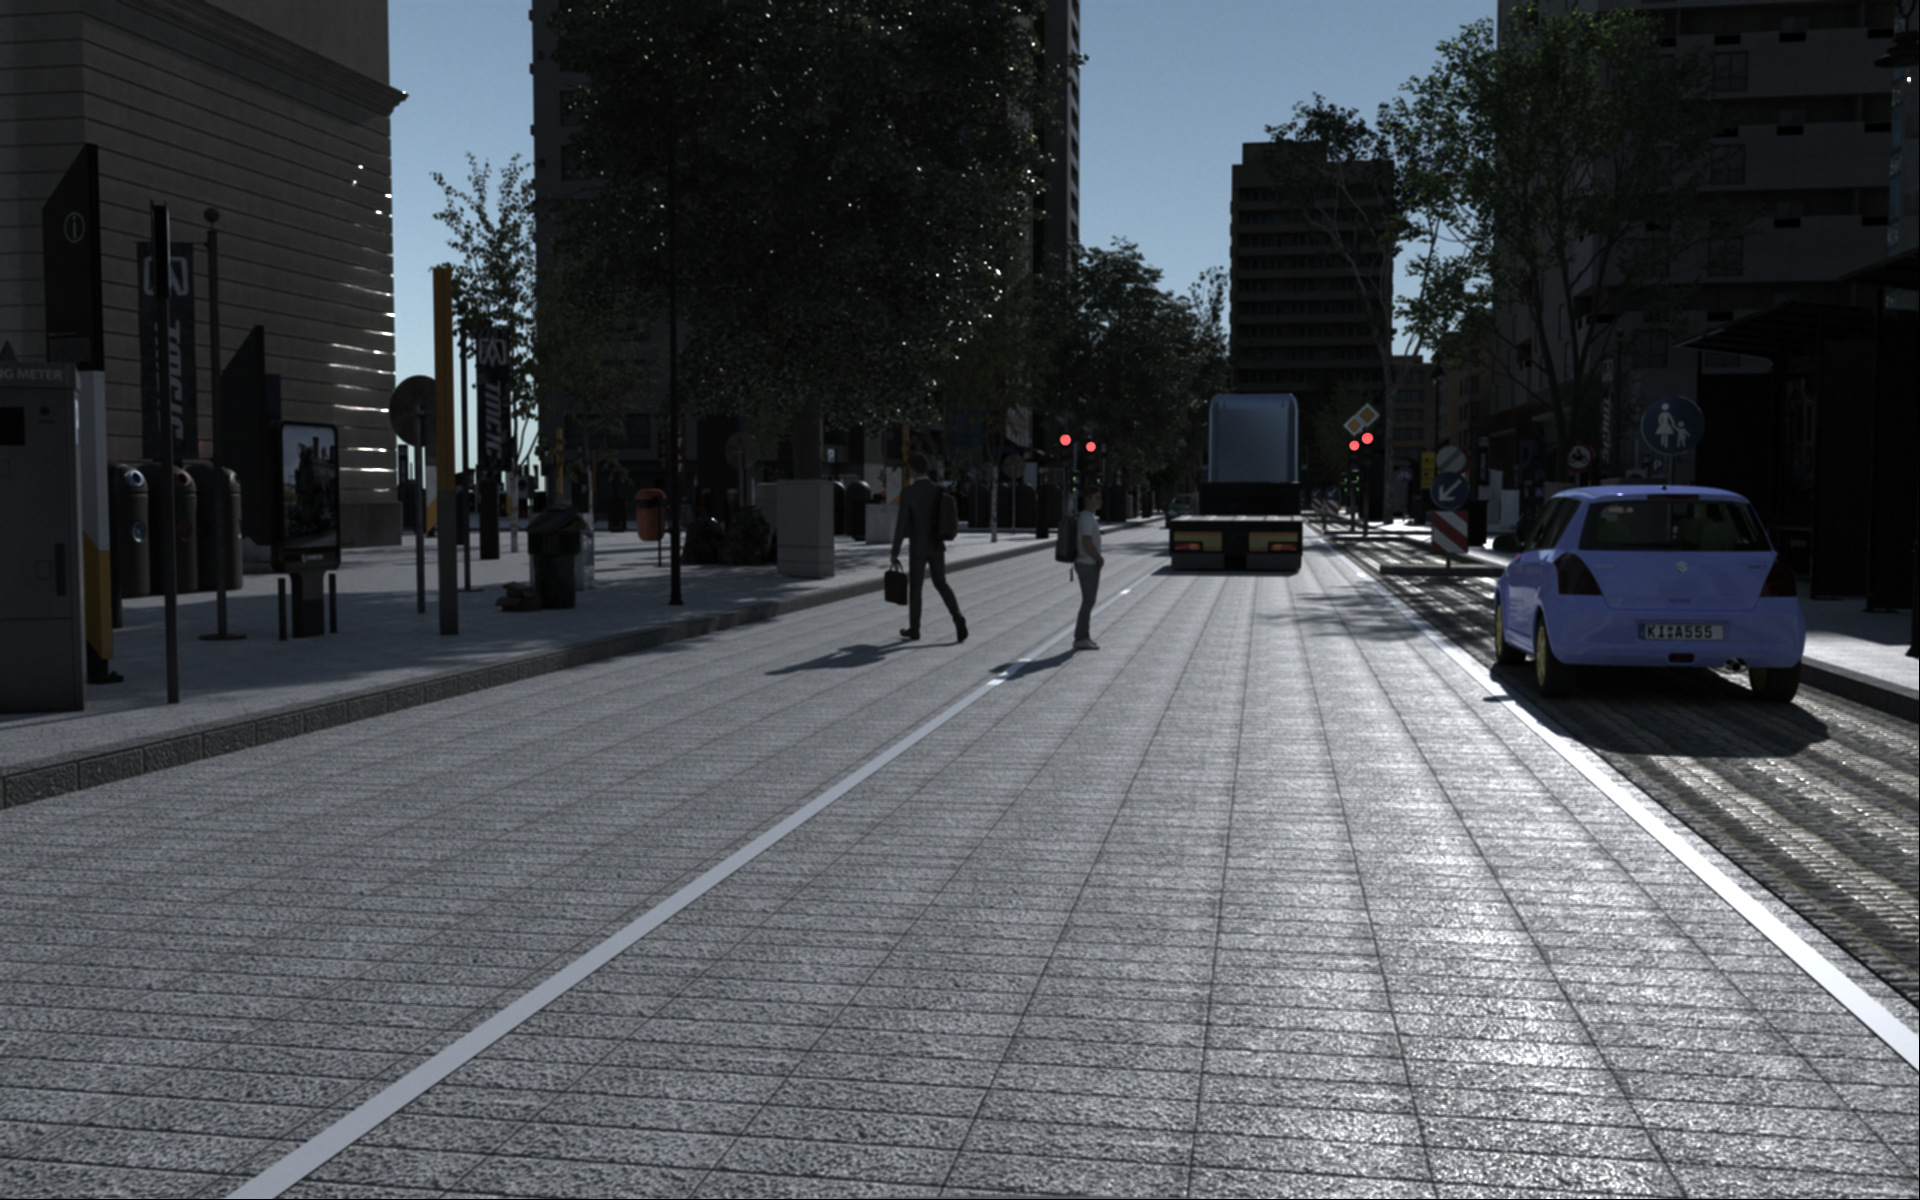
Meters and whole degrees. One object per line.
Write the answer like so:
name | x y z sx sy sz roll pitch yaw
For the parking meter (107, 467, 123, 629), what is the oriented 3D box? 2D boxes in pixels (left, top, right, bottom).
parking meter | -8.210 -0.495 16.508 0.372 1.533 0.369 0 3 0

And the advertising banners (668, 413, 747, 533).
advertising banners | -5.366 -2.466 36.513 2.074 3.025 0.090 2 4 29

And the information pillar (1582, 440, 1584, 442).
information pillar | 26.777 -5.095 74.652 0.183 3.616 0.504 1 4 9

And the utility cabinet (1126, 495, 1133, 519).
utility cabinet | 8.353 -4.737 88.609 1.020 1.237 0.306 3 5 42

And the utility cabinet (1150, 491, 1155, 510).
utility cabinet | 14.890 -7.697 134.528 0.318 1.500 1.173 1 4 12

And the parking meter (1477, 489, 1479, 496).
parking meter | 33.371 -6.435 110.930 0.399 1.863 0.255 -1 4 -11

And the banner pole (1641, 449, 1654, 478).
banner pole | 37.970 -6.453 95.529 0.401 3.779 0.863 -3 5 -45

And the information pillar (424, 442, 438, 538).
information pillar | -15.534 -3.647 50.988 0.183 3.616 0.504 2 4 34

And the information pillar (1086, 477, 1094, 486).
information pillar | 5.462 -4.187 72.948 0.304 2.012 0.304 1 4 9

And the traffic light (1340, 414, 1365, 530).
traffic light | 13.846 -4.410 61.018 0.839 4.253 0.868 1 4 10

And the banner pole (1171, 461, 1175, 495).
banner pole | 16.157 -8.888 135.330 0.863 3.779 0.401 -2 4 -24

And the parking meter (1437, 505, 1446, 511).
parking meter | 18.439 -3.542 66.327 0.372 1.533 0.369 0 3 0

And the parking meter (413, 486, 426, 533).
parking meter | -17.631 -2.943 56.528 0.372 1.533 0.369 0 3 0

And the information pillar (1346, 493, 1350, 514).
information pillar | 24.808 -6.488 110.572 0.304 2.012 0.304 0 4 3

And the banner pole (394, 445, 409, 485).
banner pole | -24.911 -5.322 77.039 0.863 3.779 0.401 0 4 6

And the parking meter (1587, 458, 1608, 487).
parking meter | 10.393 -1.380 28.268 0.255 1.863 0.399 1 4 9

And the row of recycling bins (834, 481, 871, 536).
row of recycling bins | -4.269 -2.890 54.359 3.534 1.692 1.069 2 4 34

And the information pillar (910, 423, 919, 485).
information pillar | -1.557 -3.983 56.477 0.504 3.616 0.183 -2 4 -26

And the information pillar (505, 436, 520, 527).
information pillar | -17.214 -4.600 66.566 0.504 3.616 0.183 -3 4 -38

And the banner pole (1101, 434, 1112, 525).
banner pole | 6.045 -5.014 71.988 0.401 3.779 0.863 2 4 31

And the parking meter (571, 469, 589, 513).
parking meter | -9.002 -2.163 41.075 0.255 1.863 0.399 2 4 25

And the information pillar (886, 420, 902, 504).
information pillar | -2.023 -3.745 52.592 0.504 3.616 0.183 0 4 3

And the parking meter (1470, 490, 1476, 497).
parking meter | 35.454 -6.812 119.784 0.372 1.533 0.369 0 3 0

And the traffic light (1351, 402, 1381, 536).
traffic light | 12.453 -3.929 53.154 0.839 4.253 0.868 1 4 10

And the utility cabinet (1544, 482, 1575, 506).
utility cabinet | 11.283 -1.463 32.597 0.318 1.500 1.173 2 4 32

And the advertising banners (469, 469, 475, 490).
advertising banners | -34.168 -7.497 118.762 2.074 3.025 0.090 -3 5 -41

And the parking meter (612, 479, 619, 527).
parking meter | -13.441 -3.783 67.558 0.255 1.863 0.399 -1 4 -14

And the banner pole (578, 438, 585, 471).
banner pole | -16.721 -5.295 76.594 0.401 3.779 0.863 1 4 12

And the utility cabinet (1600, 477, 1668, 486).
utility cabinet | 9.166 -0.910 23.558 1.173 1.500 0.318 -2 4 -35

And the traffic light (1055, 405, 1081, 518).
traffic light | 3.380 -4.026 54.739 0.839 4.253 0.868 1 4 10

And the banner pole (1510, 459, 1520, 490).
banner pole | 39.404 -8.148 123.244 0.863 3.779 0.401 1 4 20

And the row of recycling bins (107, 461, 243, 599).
row of recycling bins | -10.390 -0.902 21.859 1.069 1.692 3.534 1 4 11

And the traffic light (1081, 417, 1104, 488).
traffic light | 4.772 -4.507 62.602 0.839 4.253 0.868 1 4 10

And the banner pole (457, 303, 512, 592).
banner pole | -6.336 -2.016 22.981 0.863 3.779 0.401 -2 4 -33

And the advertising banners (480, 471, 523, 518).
advertising banners | -23.889 -5.729 89.857 2.074 3.025 0.090 0 4 -6

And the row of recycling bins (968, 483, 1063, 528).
row of recycling bins | 2.059 -3.573 65.528 3.534 1.692 1.069 0 4 1

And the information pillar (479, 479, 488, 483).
information pillar | -22.679 -4.772 82.521 0.304 2.012 0.304 -3 5 -44

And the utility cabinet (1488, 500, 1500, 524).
utility cabinet | 22.723 -3.855 74.188 1.020 1.237 0.306 -3 5 -43

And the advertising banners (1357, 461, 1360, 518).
advertising banners | 21.697 -5.929 93.133 0.090 3.025 2.074 2 4 35

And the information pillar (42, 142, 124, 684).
information pillar | -5.979 -1.247 11.748 0.504 3.616 0.183 2 4 26

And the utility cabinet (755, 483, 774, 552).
utility cabinet | -3.460 -1.562 34.214 1.173 1.500 0.318 1 4 20

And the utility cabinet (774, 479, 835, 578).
utility cabinet | -2.371 -1.098 26.636 0.318 1.500 1.173 -3 4 -38

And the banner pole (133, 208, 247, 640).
banner pole | -6.772 -1.542 15.221 0.863 3.779 0.401 -1 4 -8

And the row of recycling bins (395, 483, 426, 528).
row of recycling bins | -21.643 -3.725 68.016 1.069 1.692 3.534 -1 4 -22

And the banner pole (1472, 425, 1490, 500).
banner pole | 18.781 -4.443 62.658 0.863 3.779 0.401 -1 4 -19

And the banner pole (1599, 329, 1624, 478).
banner pole | 10.010 -2.241 26.660 0.401 3.779 0.863 0 4 -3

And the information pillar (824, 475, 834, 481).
information pillar | -5.124 -3.868 67.731 0.304 2.012 0.304 -2 4 -24

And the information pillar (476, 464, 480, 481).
information pillar | -37.190 -8.719 133.914 0.504 3.616 0.183 0 4 6

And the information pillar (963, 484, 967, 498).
information pillar | 0.365 -7.400 125.484 0.304 2.012 0.304 1 4 9

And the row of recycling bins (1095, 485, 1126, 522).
row of recycling bins | 7.203 -4.541 81.360 1.069 1.692 3.534 0 4 -3

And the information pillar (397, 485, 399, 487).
information pillar | -43.726 -7.995 135.208 0.304 2.012 0.304 -2 4 -25
